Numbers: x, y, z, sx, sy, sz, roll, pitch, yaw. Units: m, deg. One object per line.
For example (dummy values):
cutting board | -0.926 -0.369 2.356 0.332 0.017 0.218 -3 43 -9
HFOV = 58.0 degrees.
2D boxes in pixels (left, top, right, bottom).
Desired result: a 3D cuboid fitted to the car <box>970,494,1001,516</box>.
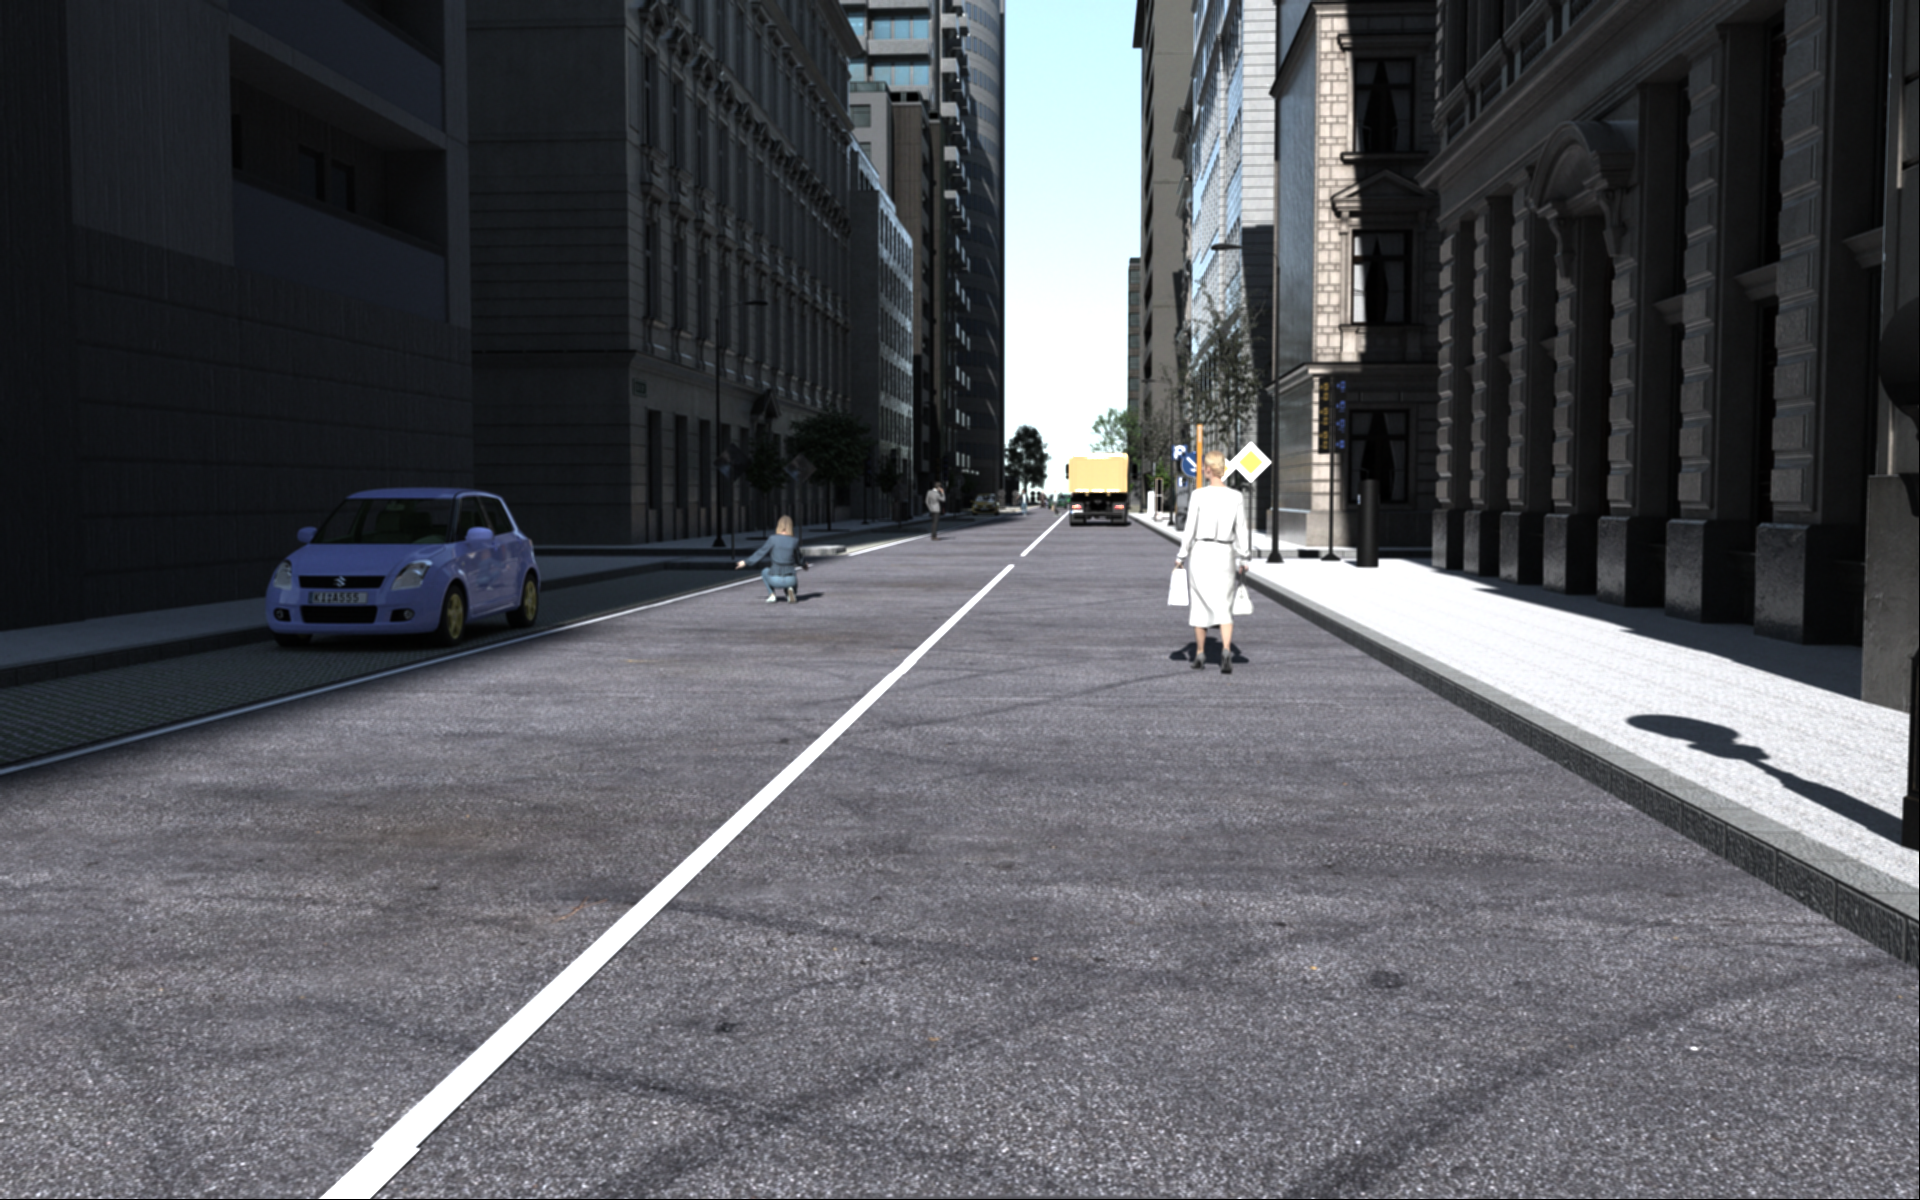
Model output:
car | 1.722 -6.409 115.008 2.015 1.641 3.980 0 4 3

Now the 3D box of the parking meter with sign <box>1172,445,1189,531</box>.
parking meter with sign | 7.724 -3.927 60.473 0.543 3.016 1.738 0 4 3

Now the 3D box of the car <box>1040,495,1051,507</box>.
car | 9.814 -10.897 190.738 1.945 1.354 3.894 0 4 3

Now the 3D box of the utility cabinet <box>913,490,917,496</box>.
utility cabinet | -3.188 -5.917 105.422 1.173 1.500 0.318 -1 4 -10

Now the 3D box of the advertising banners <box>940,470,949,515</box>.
advertising banners | -1.016 -6.885 108.762 0.090 3.025 2.074 -1 4 -16

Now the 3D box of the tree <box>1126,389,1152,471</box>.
tree | 13.613 -10.379 120.055 4.360 8.622 3.978 0 3 0

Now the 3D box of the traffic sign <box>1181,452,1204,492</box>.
traffic sign | 7.047 -3.186 52.195 0.768 2.556 0.104 1 4 9

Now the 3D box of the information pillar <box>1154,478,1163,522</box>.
information pillar | 9.227 -4.653 80.576 0.304 2.012 0.304 -1 4 -12

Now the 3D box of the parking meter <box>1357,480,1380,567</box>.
parking meter | 7.166 -1.346 30.415 0.372 1.533 0.369 0 3 0

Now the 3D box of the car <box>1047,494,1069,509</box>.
car | 9.557 -9.639 169.389 2.131 1.459 4.920 0 4 4

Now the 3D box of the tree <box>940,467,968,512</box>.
tree | -0.543 -7.831 122.632 1.663 3.219 1.824 0 3 0

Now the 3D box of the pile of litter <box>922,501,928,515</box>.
pile of litter | -2.680 -6.017 112.346 1.176 0.858 1.719 0 4 3

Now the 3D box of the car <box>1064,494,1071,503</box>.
car | 14.193 -13.667 232.252 1.959 1.807 4.718 0 4 5

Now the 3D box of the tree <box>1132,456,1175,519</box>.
tree | 10.219 -5.765 88.857 1.663 3.219 1.824 0 3 0

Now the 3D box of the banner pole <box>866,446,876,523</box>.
banner pole | -4.060 -5.402 78.331 0.401 3.779 0.863 -3 4 -38

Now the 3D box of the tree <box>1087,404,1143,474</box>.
tree | 18.558 -16.789 200.258 9.928 11.665 9.643 0 3 0

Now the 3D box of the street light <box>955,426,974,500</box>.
street light | 0.260 -8.898 118.025 1.470 5.913 1.316 0 4 4

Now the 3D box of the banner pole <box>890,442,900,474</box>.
banner pole | -3.114 -5.758 84.156 0.401 3.779 0.863 -3 5 -44

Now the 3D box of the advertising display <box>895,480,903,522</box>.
advertising display | -2.776 -4.495 78.702 0.123 1.923 0.974 1 4 15

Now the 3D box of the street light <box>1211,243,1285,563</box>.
street light | 5.343 -3.649 32.201 1.470 5.913 1.316 0 4 4

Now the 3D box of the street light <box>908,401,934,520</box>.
street light | -1.998 -7.001 87.006 1.470 5.913 1.316 0 4 4

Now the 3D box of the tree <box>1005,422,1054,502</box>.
tree | 10.459 -21.924 275.464 9.611 12.733 9.660 0 3 0

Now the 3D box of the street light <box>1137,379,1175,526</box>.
street light | 8.023 -5.964 70.046 1.470 5.913 1.316 0 4 4

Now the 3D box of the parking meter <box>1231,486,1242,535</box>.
parking meter | 8.754 -2.842 54.873 0.372 1.533 0.369 0 3 0

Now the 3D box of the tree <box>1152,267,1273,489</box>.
tree | 8.534 -6.503 56.684 4.360 8.622 3.978 0 3 0

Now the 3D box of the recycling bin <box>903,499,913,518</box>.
recycling bin | -2.981 -4.940 93.331 0.722 1.027 0.722 -2 4 -28

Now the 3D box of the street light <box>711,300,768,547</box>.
street light | -5.289 -4.228 41.668 1.470 5.913 1.316 0 4 4

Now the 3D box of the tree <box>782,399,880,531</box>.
tree | -4.460 -4.665 59.994 4.285 4.588 4.351 0 3 0

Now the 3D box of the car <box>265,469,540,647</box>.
car | -5.472 -0.469 17.260 1.945 1.707 3.694 0 4 3

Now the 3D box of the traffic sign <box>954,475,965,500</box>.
traffic sign | -0.029 -7.126 116.614 0.768 2.556 0.104 1 4 11

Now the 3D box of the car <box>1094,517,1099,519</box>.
car | 8.693 -5.547 100.917 2.015 1.641 3.980 0 4 2

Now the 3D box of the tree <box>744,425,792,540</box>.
tree | -5.397 -3.319 48.869 1.663 3.219 1.824 0 3 0

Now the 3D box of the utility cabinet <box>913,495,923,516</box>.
utility cabinet | -2.474 -5.517 101.364 0.306 1.237 1.020 -1 4 -16

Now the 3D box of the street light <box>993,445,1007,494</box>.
street light | 3.733 -11.683 163.564 1.470 5.913 1.316 0 4 4

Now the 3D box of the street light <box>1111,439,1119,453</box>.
street light | 13.729 -10.611 146.025 1.470 5.913 1.316 0 4 4

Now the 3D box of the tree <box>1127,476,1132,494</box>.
tree | 15.323 -10.026 158.529 1.663 3.219 1.824 0 3 0

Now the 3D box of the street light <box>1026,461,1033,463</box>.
street light | 9.730 -16.742 246.278 1.470 5.913 1.316 0 4 4

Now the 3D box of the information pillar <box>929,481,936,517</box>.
information pillar | -1.544 -5.715 97.929 0.304 2.012 0.304 3 4 37

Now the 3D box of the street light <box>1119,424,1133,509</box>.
street light | 11.542 -8.736 115.368 1.470 5.913 1.316 0 4 4

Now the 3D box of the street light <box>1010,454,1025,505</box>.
street light | 6.451 -13.969 200.939 1.470 5.913 1.316 0 4 4

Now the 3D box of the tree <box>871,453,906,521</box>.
tree | -3.310 -5.350 82.075 1.663 3.219 1.824 0 3 0

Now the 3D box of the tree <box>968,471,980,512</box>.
tree | 0.368 -8.150 127.853 1.663 3.219 1.824 0 3 0
